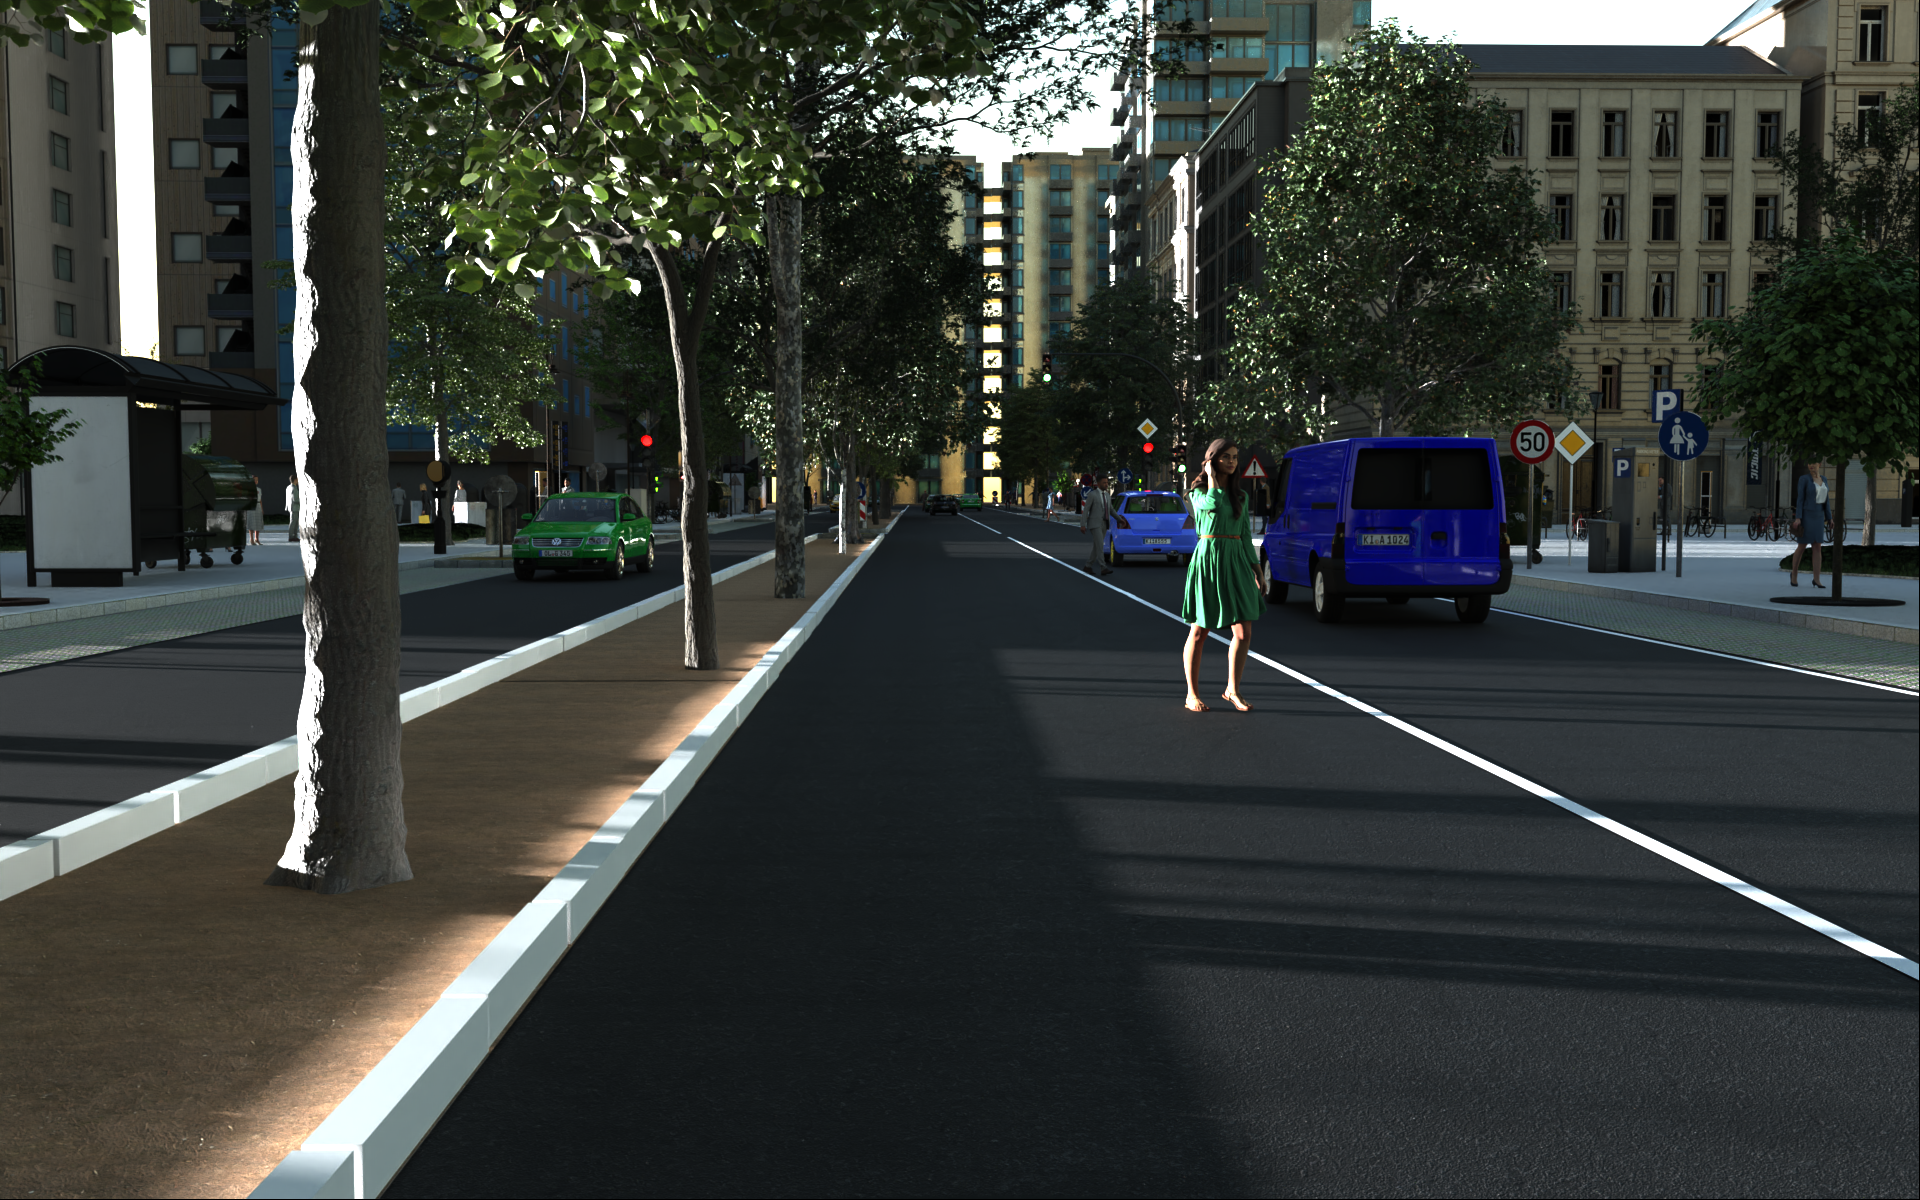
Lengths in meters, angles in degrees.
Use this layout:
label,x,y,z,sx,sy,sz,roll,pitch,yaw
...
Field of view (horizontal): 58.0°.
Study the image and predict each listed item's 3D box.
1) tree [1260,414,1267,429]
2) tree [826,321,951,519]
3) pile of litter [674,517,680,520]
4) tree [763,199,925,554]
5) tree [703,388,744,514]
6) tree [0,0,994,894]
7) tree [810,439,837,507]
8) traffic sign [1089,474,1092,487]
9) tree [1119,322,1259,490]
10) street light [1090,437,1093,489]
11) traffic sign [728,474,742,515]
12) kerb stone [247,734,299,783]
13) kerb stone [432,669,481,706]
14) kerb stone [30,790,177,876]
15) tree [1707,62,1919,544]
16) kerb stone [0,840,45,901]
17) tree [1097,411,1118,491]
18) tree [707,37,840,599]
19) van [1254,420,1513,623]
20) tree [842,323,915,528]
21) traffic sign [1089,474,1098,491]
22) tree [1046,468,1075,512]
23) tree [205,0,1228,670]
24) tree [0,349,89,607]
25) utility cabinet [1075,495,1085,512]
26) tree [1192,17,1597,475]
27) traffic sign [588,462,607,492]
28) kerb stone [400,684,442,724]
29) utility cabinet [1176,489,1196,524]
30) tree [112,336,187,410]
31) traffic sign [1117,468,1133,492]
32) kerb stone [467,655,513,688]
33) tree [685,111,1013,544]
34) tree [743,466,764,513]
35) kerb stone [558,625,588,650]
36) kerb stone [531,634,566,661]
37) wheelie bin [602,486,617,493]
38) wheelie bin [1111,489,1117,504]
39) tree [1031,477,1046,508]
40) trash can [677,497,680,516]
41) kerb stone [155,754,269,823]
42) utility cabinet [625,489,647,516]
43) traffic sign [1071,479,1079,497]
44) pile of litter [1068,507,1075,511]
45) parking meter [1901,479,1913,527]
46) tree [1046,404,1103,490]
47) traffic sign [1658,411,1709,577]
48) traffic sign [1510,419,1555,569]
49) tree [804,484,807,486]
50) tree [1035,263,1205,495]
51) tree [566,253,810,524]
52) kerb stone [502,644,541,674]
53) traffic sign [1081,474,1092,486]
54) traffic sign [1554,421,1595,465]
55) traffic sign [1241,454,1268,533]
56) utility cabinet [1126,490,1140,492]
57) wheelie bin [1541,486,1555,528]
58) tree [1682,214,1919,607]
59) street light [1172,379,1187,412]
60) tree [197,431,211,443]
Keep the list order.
label,x,y,z,sx,sy,sz,roll,pitch,yaw
tree,13.570,-8.323,86.449,4.360,8.622,3.978,0,3,0
tree,-4.705,-12.249,109.376,9.857,13.997,8.962,0,3,0
pile of litter,-13.549,-4.374,85.474,1.176,0.858,1.719,0,4,-7
tree,-2.819,-5.411,41.286,4.360,8.622,3.978,0,3,0
tree,-14.495,-9.340,103.079,4.737,8.622,4.395,0,3,0
tree,-2.372,-5.251,6.440,7.486,12.596,7.792,0,3,0
tree,-14.569,-13.841,152.054,9.928,11.665,9.643,0,3,0
traffic sign,8.382,-6.864,112.335,0.768,2.556,0.104,0,4,3
tree,9.876,-7.632,75.145,4.360,8.622,3.978,0,3,0
street light,7.970,-8.043,104.291,0.468,5.910,1.993,0,4,-1
traffic sign,-14.086,-6.630,108.406,0.884,2.594,0.081,0,4,8
kerb stone,-3.474,0.807,8.999,0.120,0.150,1.000,0,4,-1
kerb stone,-3.545,0.627,12.070,0.120,0.150,1.000,0,4,-1
kerb stone,-3.425,0.933,6.945,0.120,0.150,1.000,0,4,-1
tree,19.948,-6.279,37.082,7.601,10.594,8.767,0,3,0
kerb stone,-3.410,0.995,5.922,0.120,0.150,1.000,0,4,-1
tree,11.392,-9.805,110.675,4.360,8.622,3.978,0,3,0
tree,-3.571,-10.132,24.000,12.611,20.169,13.585,0,3,0
van,4.932,-1.011,20.922,2.240,2.365,5.245,0,4,0
tree,-3.547,-6.854,64.876,4.737,8.622,4.395,0,3,0
traffic sign,8.436,-6.678,109.196,0.884,2.594,0.081,0,4,2
tree,7.761,-8.097,126.982,1.663,3.219,1.824,0,3,0
tree,-2.086,-4.726,14.139,8.767,10.594,7.601,0,4,-1
tree,-11.301,-1.556,20.046,1.663,3.219,1.824,0,3,0
utility cabinet,8.127,-6.357,115.100,1.020,1.237,0.306,3,5,44
tree,10.476,-7.640,41.914,9.611,12.733,9.660,0,3,0
traffic sign,-14.398,-4.204,68.836,0.768,2.556,0.104,0,4,6
kerb stone,-3.522,0.684,11.048,0.120,0.150,1.000,0,4,-1
utility cabinet,9.760,-3.975,73.672,1.173,1.500,0.318,-2,4,-29
tree,-37.843,-7.932,80.049,4.360,8.622,3.978,0,3,0
traffic sign,8.126,-5.222,85.480,0.768,2.556,0.104,0,4,-1
kerb stone,-3.577,0.557,13.093,0.120,0.150,1.000,0,4,-1
tree,-3.194,-7.966,49.712,9.611,12.733,9.660,0,3,0
tree,-14.337,-7.632,119.382,1.663,3.219,1.824,0,3,0
kerb stone,-3.649,0.372,16.161,0.120,0.150,1.000,0,4,-1
kerb stone,-3.633,0.434,15.138,0.120,0.150,1.000,0,4,-1
wheelie bin,-13.045,-3.440,64.146,0.693,1.594,0.980,-1,4,-21
wheelie bin,9.614,-5.981,105.697,0.693,1.594,0.980,-2,4,-28
tree,7.367,-10.142,160.415,1.663,3.219,1.824,0,3,0
trash can,-14.874,-4.988,93.210,0.748,1.137,0.748,0,3,0
kerb stone,-3.446,0.870,7.977,0.120,0.150,1.000,0,4,-1
utility cabinet,-13.258,-3.808,70.936,0.318,1.500,1.173,-3,5,-42
traffic sign,8.443,-7.909,129.313,0.884,2.594,0.081,0,4,4
pile of litter,8.971,-7.218,131.980,1.176,0.858,1.719,-2,4,-30
parking meter,36.581,-3.742,66.899,0.255,1.863,0.399,0,4,3
tree,8.281,-10.368,119.878,4.737,8.622,4.395,0,3,0
traffic sign,11.108,-1.626,26.687,0.768,2.556,0.104,0,4,4
traffic sign,9.750,-1.803,29.590,0.768,2.556,0.104,0,4,3
tree,-15.582,-10.480,165.946,1.663,3.219,1.824,0,3,0
tree,8.905,-11.598,96.279,9.857,13.997,8.962,0,3,0
tree,-13.102,-9.064,73.956,9.928,11.665,9.643,0,3,0
kerb stone,-3.606,0.494,14.115,0.120,0.150,1.000,0,4,-1
traffic sign,7.955,-6.656,108.938,0.768,2.556,0.104,0,4,0
traffic sign,11.013,-1.921,31.136,0.795,2.593,0.064,0,4,1
traffic sign,9.650,-3.472,56.772,0.884,2.594,0.081,0,4,8
utility cabinet,10.240,-5.782,103.207,0.318,1.500,1.173,-2,4,-35
wheelie bin,21.921,-3.496,65.074,0.693,1.594,0.980,0,4,-5
tree,10.409,-2.235,20.253,4.285,4.588,4.351,0,3,0
street light,8.820,-5.932,69.769,0.468,5.910,1.993,0,4,-1
tree,-37.042,-6.272,86.260,4.285,4.588,4.351,0,3,0
